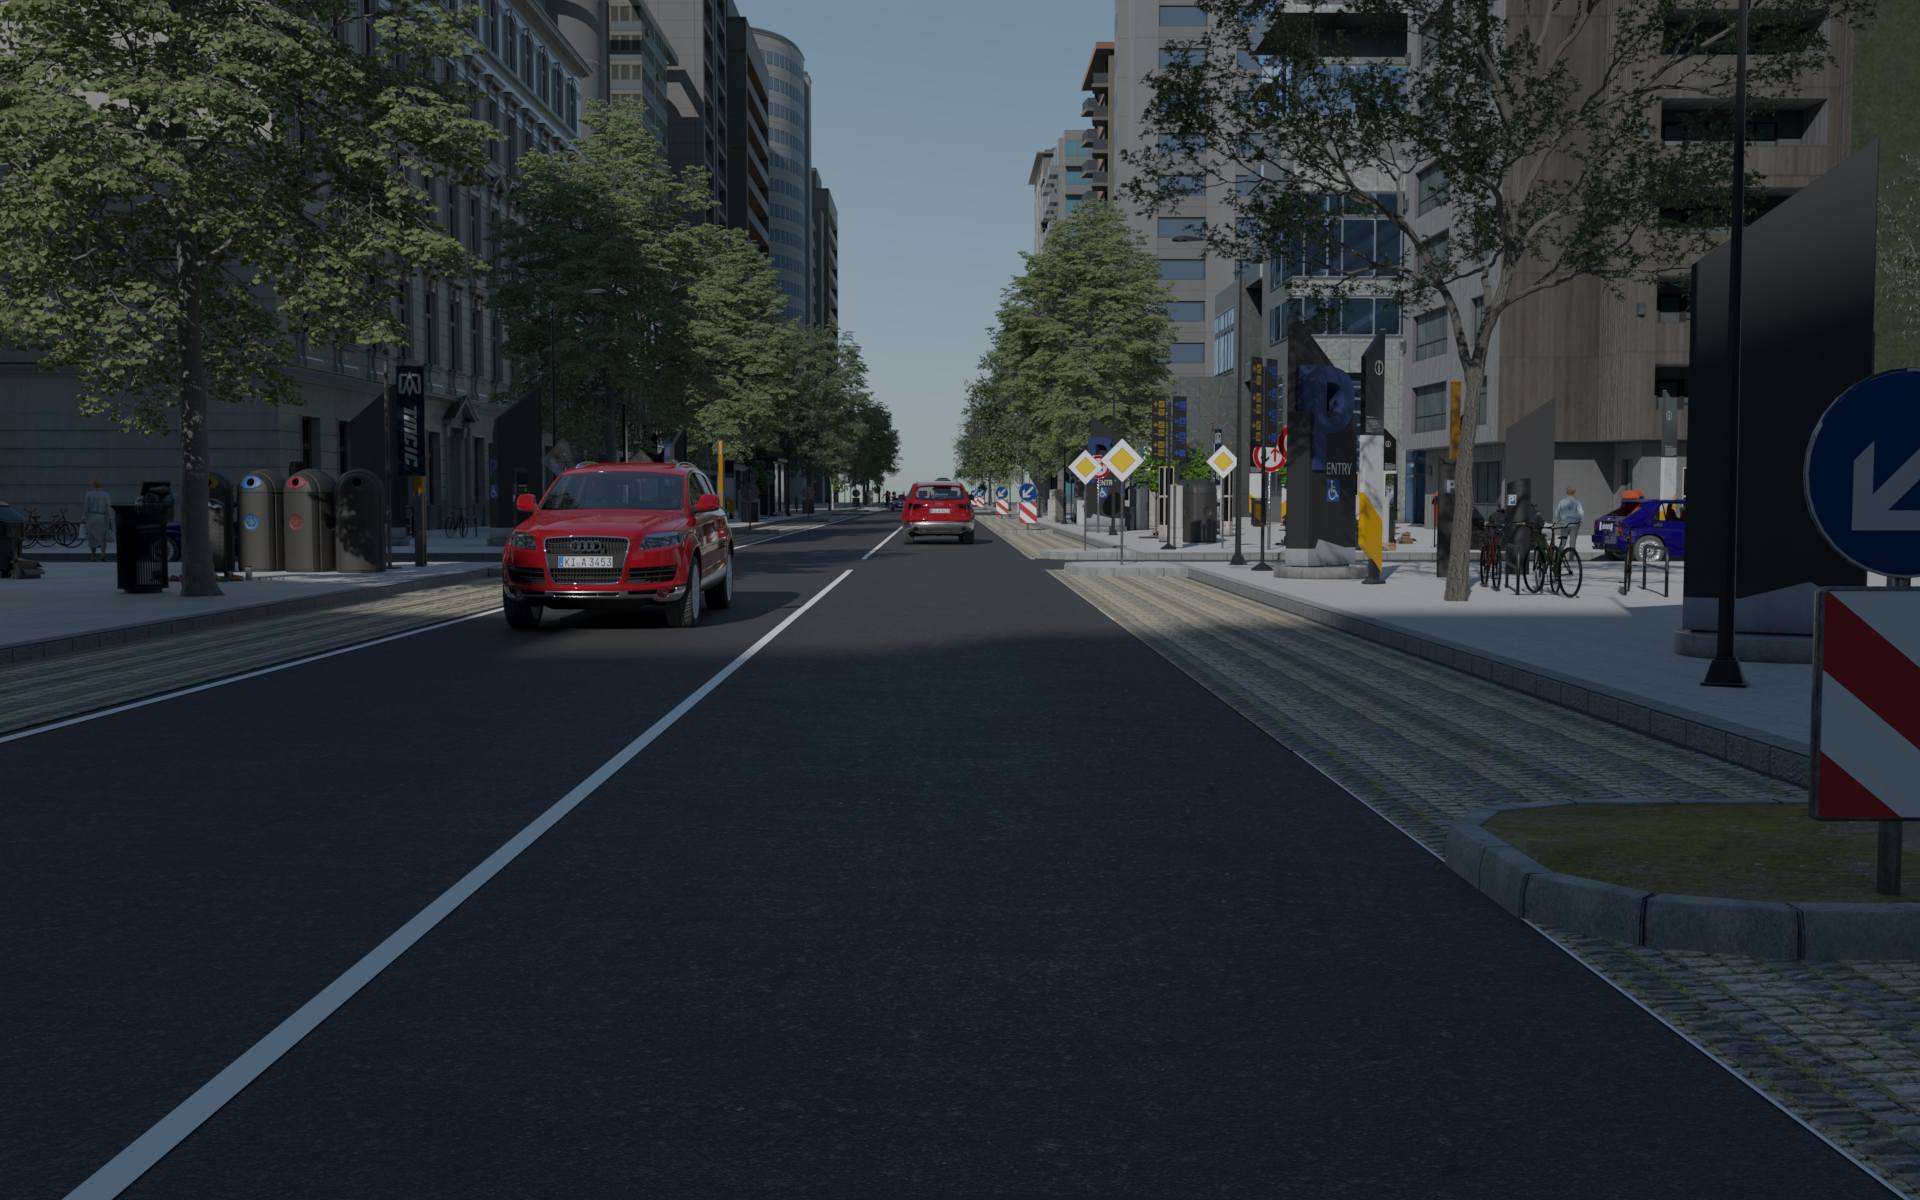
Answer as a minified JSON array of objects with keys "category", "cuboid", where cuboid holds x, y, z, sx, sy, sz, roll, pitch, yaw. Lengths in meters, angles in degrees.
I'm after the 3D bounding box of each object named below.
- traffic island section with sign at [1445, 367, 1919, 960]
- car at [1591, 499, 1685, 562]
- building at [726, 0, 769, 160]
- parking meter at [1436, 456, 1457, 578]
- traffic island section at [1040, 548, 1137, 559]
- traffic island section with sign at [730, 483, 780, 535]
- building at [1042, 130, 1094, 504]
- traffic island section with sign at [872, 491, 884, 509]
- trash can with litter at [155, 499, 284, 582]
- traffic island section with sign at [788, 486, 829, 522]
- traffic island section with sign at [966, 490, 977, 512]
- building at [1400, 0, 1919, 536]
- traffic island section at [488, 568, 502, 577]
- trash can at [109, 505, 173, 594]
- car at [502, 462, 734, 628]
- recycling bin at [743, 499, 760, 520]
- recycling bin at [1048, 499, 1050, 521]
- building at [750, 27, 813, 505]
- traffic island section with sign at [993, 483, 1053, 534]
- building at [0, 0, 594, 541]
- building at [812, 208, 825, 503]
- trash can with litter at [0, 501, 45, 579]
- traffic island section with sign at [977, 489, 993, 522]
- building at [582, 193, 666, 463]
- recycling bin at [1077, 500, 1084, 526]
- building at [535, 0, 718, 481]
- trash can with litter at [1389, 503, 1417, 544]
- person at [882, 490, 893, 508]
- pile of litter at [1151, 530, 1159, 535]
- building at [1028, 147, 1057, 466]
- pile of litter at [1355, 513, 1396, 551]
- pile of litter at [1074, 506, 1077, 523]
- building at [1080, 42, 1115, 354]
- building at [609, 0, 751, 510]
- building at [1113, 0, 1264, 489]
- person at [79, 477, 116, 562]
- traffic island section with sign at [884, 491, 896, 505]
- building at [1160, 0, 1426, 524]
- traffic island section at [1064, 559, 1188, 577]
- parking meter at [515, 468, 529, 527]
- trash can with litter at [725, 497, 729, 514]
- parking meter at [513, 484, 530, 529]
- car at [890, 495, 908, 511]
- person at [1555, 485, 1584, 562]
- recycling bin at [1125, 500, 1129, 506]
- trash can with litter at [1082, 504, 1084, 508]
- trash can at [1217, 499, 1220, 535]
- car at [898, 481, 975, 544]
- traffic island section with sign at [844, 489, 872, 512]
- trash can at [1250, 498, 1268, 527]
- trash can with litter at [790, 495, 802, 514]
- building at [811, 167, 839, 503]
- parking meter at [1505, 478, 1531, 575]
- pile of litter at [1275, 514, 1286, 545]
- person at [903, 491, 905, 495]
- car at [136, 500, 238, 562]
[{"category":"traffic island section with sign","cuboid":[2.873,0.147,6.232,1.989,1.847,2.006,0,4,-1]},{"category":"car","cuboid":[15.130,-1.404,35.539,3.894,1.354,1.945,0,4,0]},{"category":"building","cuboid":[-30.391,-33.442,170.480,21.300,48.544,21.600,0,4,-1]},{"category":"parking meter","cuboid":[7.550,-1.279,26.622,0.399,1.863,0.255,1,4,9]},{"category":"traffic island section","cuboid":[2.861,-1.041,39.299,2.009,0.180,2.903,0,4,-1]},{"category":"traffic island section with sign","cuboid":[-7.470,-3.249,61.742,1.989,1.847,2.006,0,4,-1]},{"category":"building","cuboid":[22.367,-37.286,229.238,23.786,49.044,30.456,0,4,-1]},{"category":"traffic island section with sign","cuboid":[-8.535,-9.606,165.693,1.989,1.847,2.006,0,4,-1]},{"category":"trash can with litter","cuboid":[-11.384,-0.901,25.782,2.233,1.210,1.678,1,4,19]},{"category":"traffic island section with sign","cuboid":[-7.744,-4.911,88.917,1.989,1.847,2.006,0,4,-1]},{"category":"traffic island section with sign","cuboid":[1.507,-7.975,139.013,1.989,1.847,2.006,0,4,-1]},{"category":"building","cuboid":[23.051,-17.374,55.774,14.107,30.474,14.160,0,4,-1]},{"category":"traffic island section","cuboid":[-7.148,-0.546,31.215,2.009,0.180,2.903,0,4,-1]},{"category":"trash can","cuboid":[-10.612,-0.662,22.472,0.748,1.137,0.748,0,3,0]},{"category":"car","cuboid":[-3.865,-0.707,20.237,2.281,1.827,5.304,0,4,-1]},{"category":"recycling bin","cuboid":[-10.476,-4.548,86.906,0.722,1.027,0.722,-1,4,-21]},{"category":"recycling bin","cuboid":[4.601,-4.249,82.028,0.722,1.027,0.722,1,4,21]},{"category":"building","cuboid":[-30.230,-41.393,218.767,21.231,58.520,28.212,0,4,-1]},{"category":"traffic island section with sign","cuboid":[2.295,-3.276,62.195,1.989,1.847,2.006,0,4,-1]},{"category":"building","cuboid":[-26.701,-17.828,67.901,17.030,29.872,44.131,0,4,-1]},{"category":"building","cuboid":[-26.428,-34.139,241.759,14.154,41.232,14.086,0,4,-1]},{"category":"trash can with litter","cuboid":[-14.412,-0.923,26.473,1.055,1.170,0.624,2,4,27]},{"category":"traffic island section with sign","cuboid":[2.024,-4.925,89.148,1.989,1.847,2.006,0,4,-1]},{"category":"building","cuboid":[-23.298,-14.393,99.956,10.561,19.102,19.286,0,4,-1]},{"category":"recycling bin","cuboid":[5.164,-3.505,69.865,0.722,1.027,0.722,2,4,25]},{"category":"building","cuboid":[-34.423,-26.552,126.011,32.217,40.220,23.993,0,4,-1]},{"category":"trash can with litter","cuboid":[11.184,-2.032,44.605,1.055,1.170,0.624,0,4,-6]},{"category":"person","cuboid":[-7.236,-10.013,172.175,1.348,1.831,0.705,2,4,24]},{"category":"pile of litter","cuboid":[6.507,-2.425,53.618,1.176,0.858,1.719,0,4,6]},{"category":"building","cuboid":[25.147,-40.982,259.285,28.713,52.752,27.495,0,4,-1]},{"category":"pile of litter","cuboid":[9.435,-1.579,39.780,1.176,0.858,1.719,0,4,8]},{"category":"pile of litter","cuboid":[5.522,-3.788,75.897,1.176,0.858,1.719,2,4,25]},{"category":"building","cuboid":[23.140,-31.385,167.770,22.147,44.769,28.867,0,4,-1]},{"category":"building","cuboid":[-28.533,-43.412,148.041,20.563,71.187,20.611,0,4,-1]},{"category":"building","cuboid":[22.870,-36.488,138.577,21.231,58.520,28.212,0,4,-1]},{"category":"person","cuboid":[-17.455,-1.598,34.981,0.694,1.780,0.624,-1,4,-18]},{"category":"traffic island section with sign","cuboid":[-9.117,-13.038,221.797,1.989,1.847,2.006,0,4,-1]},{"category":"building","cuboid":[23.236,-47.405,87.742,22.319,86.520,31.000,0,4,-1]},{"category":"traffic island section","cuboid":[2.943,-0.552,31.314,2.009,0.180,2.903,0,4,-1]},{"category":"parking meter","cuboid":[-9.692,-1.995,38.333,0.255,1.863,0.399,-1,4,-21]},{"category":"trash can with litter","cuboid":[-11.027,-4.101,78.442,1.055,1.170,0.624,-2,4,-28]},{"category":"parking meter","cuboid":[-10.353,-1.986,40.887,0.372,1.533,0.369,0,3,0]},{"category":"car","cuboid":[-5.186,-8.519,151.859,1.945,1.354,3.894,0,4,-1]},{"category":"person","cuboid":[12.028,-1.458,34.155,0.330,1.601,0.589,-3,5,-43]},{"category":"recycling bin","cuboid":[6.906,-3.481,69.468,0.722,1.027,0.722,-2,4,-25]},{"category":"trash can with litter","cuboid":[5.010,-3.161,63.068,1.055,1.170,0.624,-1,4,-13]},{"category":"trash can","cuboid":[8.238,-2.639,54.798,0.748,1.137,0.748,0,3,0]},{"category":"car","cuboid":[-0.674,-2.576,50.787,2.281,1.827,5.304,0,4,-3]},{"category":"traffic island section with sign","cuboid":[-8.254,-7.958,138.740,1.989,1.847,2.006,0,4,-1]},{"category":"trash can","cuboid":[11.704,-3.436,67.825,0.748,1.137,0.748,0,3,0]},{"category":"trash can with litter","cuboid":[-10.528,-6.242,113.113,1.678,1.210,2.233,0,3,0]},{"category":"building","cuboid":[-29.548,-38.891,259.572,21.300,48.544,21.600,0,4,-1]},{"category":"parking meter","cuboid":[8.908,-1.176,27.644,0.372,1.533,0.369,0,3,0]},{"category":"pile of litter","cuboid":[8.545,-1.805,43.473,1.176,0.858,1.719,0,4,-4]},{"category":"person","cuboid":[-8.506,-15.643,263.900,0.705,1.869,1.348,1,4,16]},{"category":"car","cuboid":[-14.793,-1.402,35.501,3.894,1.354,1.945,0,4,-1]}]
